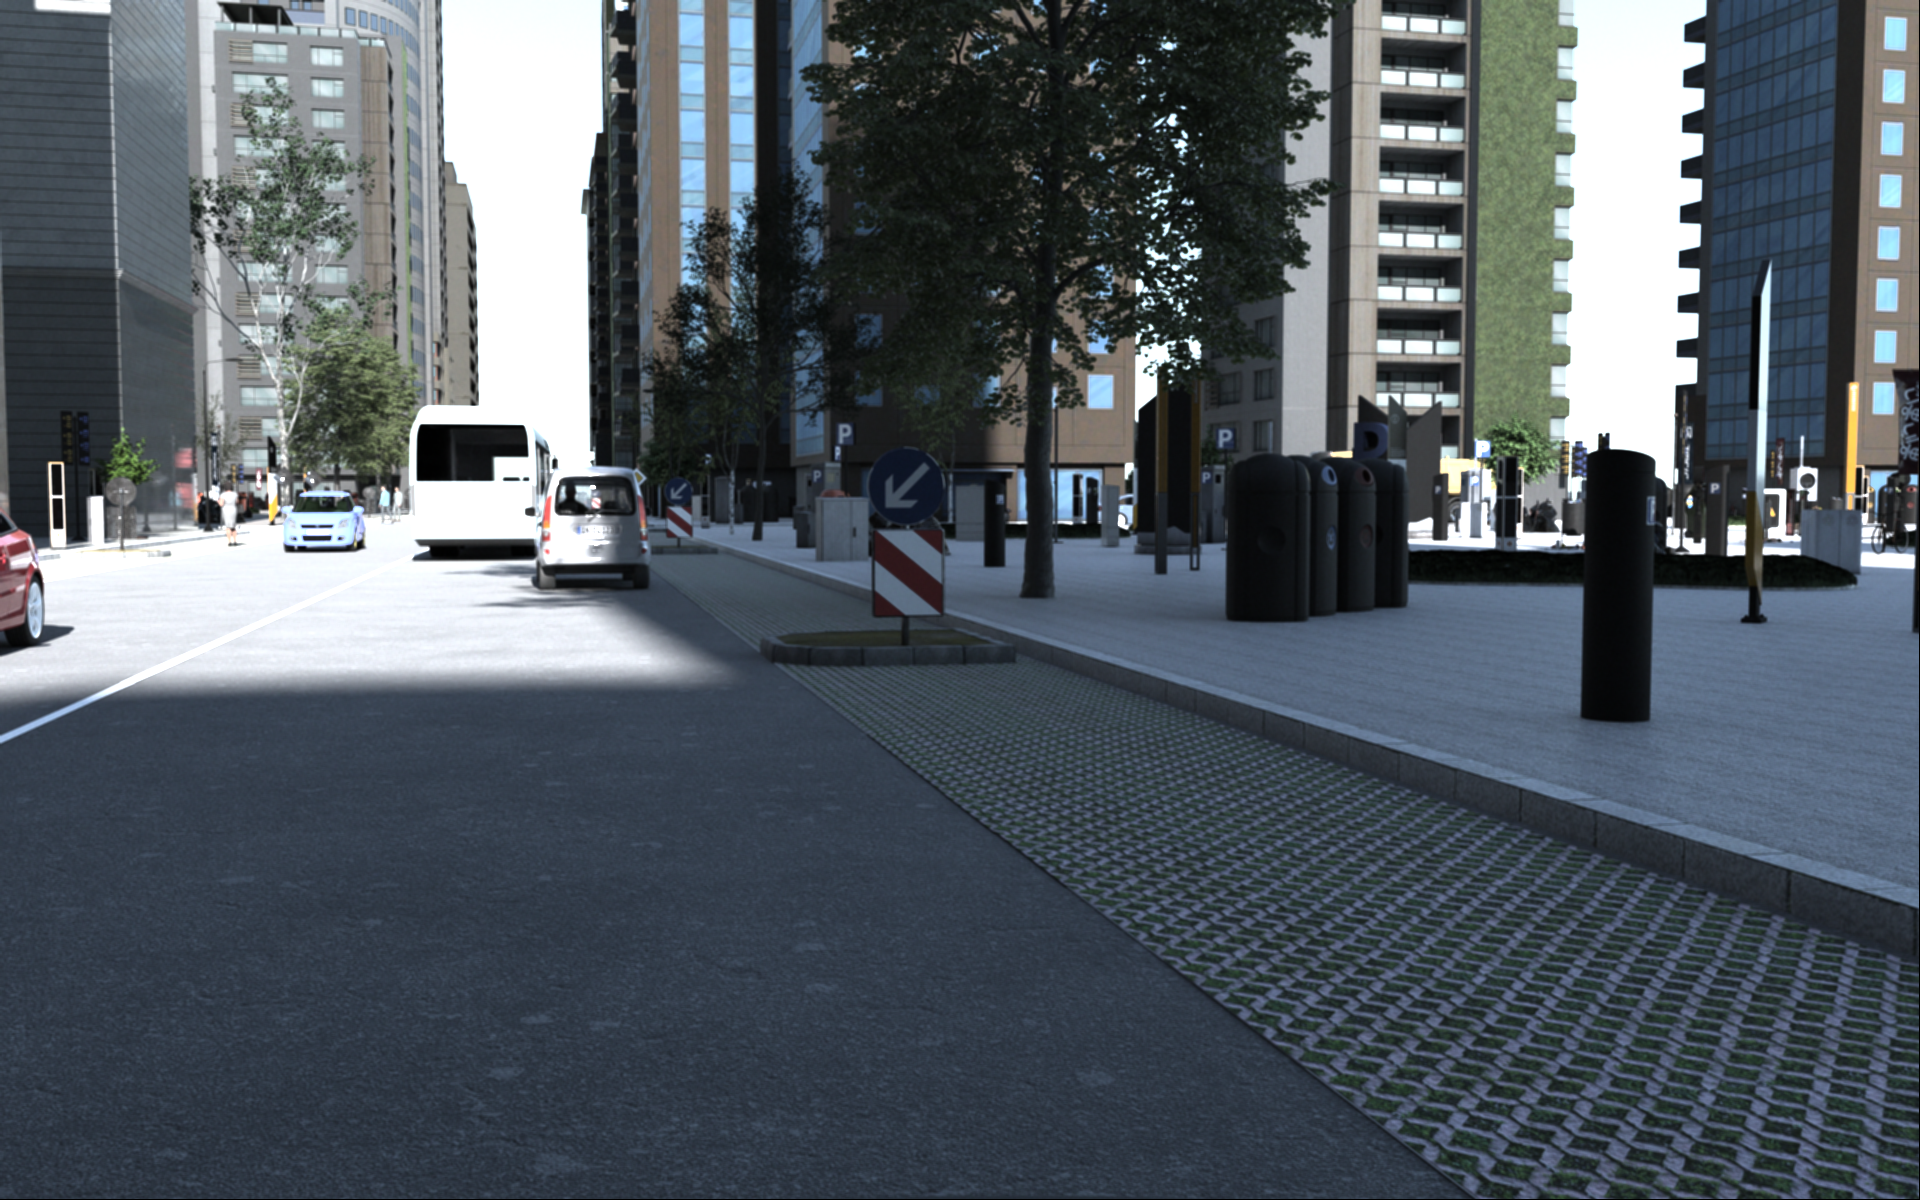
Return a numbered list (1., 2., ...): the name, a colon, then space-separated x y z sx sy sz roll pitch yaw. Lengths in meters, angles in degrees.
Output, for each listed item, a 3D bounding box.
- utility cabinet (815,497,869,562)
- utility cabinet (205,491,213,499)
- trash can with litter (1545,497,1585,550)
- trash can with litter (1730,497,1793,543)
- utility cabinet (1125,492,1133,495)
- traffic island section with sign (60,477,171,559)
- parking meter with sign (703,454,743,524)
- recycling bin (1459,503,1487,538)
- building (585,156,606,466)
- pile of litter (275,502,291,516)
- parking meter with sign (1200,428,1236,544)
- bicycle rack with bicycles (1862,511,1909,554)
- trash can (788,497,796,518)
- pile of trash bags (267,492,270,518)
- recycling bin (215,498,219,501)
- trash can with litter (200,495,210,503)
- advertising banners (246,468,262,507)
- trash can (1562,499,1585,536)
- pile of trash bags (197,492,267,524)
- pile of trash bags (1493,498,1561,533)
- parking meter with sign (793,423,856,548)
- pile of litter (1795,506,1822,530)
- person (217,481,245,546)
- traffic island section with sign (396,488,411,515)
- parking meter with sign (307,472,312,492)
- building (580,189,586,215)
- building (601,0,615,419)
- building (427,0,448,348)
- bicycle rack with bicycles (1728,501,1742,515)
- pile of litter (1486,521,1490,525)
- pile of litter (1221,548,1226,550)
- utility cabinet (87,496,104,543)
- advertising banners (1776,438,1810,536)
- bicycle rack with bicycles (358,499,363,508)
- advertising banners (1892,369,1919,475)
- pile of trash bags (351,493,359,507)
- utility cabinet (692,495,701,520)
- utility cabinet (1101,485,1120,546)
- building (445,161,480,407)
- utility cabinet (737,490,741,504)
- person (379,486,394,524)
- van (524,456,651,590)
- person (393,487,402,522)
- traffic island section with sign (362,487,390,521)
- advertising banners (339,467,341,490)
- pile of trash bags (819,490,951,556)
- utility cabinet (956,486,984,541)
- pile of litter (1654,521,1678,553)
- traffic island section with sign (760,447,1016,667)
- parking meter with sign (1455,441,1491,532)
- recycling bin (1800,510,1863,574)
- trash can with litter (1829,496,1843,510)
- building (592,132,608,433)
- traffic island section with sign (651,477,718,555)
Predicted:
1. utility cabinet: -2.254 -1.350 33.226 1.020 1.237 0.306 -2 4 -32
2. utility cabinet: -56.149 -7.432 130.185 1.173 1.500 0.318 1 4 19
3. trash can with litter: 14.707 -1.789 40.309 2.233 1.210 1.678 1 4 11
4. trash can with litter: 21.294 -2.147 46.161 1.678 1.210 2.233 2 4 33
5. utility cabinet: 12.788 -7.345 128.763 1.173 1.500 0.318 2 4 26
6. traffic island section with sign: -18.931 -1.855 38.963 1.989 1.847 2.006 -1 4 -13
7. parking meter with sign: -10.176 -4.799 74.730 1.738 3.016 0.543 2 4 23
8. recycling bin: 14.977 -2.327 50.597 0.722 1.027 0.722 1 4 12
9. building: -41.717 -41.346 265.252 28.713 52.752 27.495 -1 4 -13
10. pile of litter: -39.628 -5.373 101.820 1.719 0.858 1.176 2 4 31
11. parking meter with sign: 6.550 -2.991 45.170 0.543 3.016 1.738 2 4 35
12. bicycle rack with bicycles: 20.437 -1.422 36.633 2.852 0.926 2.925 3 5 45
13. trash can: -8.790 -4.925 92.173 0.748 1.137 0.748 0 3 0
14. pile of trash bags: -38.558 -5.099 93.129 3.447 1.369 1.912 -2 4 -28
15. recycling bin: -53.111 -6.841 124.404 0.722 1.027 0.722 -1 4 -12
16. trash can with litter: -45.767 -5.688 104.055 2.233 1.210 1.678 -1 4 -23
17. advertising banners: -48.016 -7.403 117.220 2.074 3.025 0.090 1 4 22
18. trash can: 18.791 -2.528 52.989 0.748 1.137 0.748 0 3 0
19. pile of trash bags: -32.660 -4.111 76.962 1.912 1.369 3.447 0 4 4
20. pile of trash bags: 18.983 -2.986 58.576 1.912 1.369 3.447 0 4 3
21. parking meter with sign: -3.251 -2.779 41.699 0.543 3.016 1.738 2 4 34
22. pile of litter: 30.153 -2.907 61.488 1.719 0.858 1.176 0 4 -6
23. person: -19.878 -2.347 47.230 0.532 1.782 0.716 3 5 43
24. traffic island section with sign: -37.659 -6.731 118.678 1.989 1.847 2.006 -1 4 -13
25. parking meter with sign: -51.178 -8.546 135.995 0.543 3.016 1.738 0 4 -5
26. building: -48.769 -42.969 291.789 28.713 52.752 27.495 -1 4 -13
27. building: -40.944 -49.050 240.211 20.563 71.187 20.611 -1 4 -13
28. building: -77.312 -48.532 231.744 20.563 71.187 20.611 -1 4 -13
29. bicycle rack with bicycles: 39.777 -4.497 86.910 2.852 0.926 2.925 -1 4 -17
30. pile of litter: 22.329 -3.474 70.771 1.719 0.858 1.176 3 4 39
31. pile of litter: 6.864 -1.563 39.512 1.719 0.858 1.176 2 4 24
32. utility cabinet: -22.720 -2.100 45.497 0.306 1.237 1.020 -2 4 -32
33. advertising banners: 25.572 -3.490 53.250 0.090 3.025 2.074 0 4 -1
34. bicycle rack with bicycles: -46.635 -7.424 134.765 2.925 0.926 2.852 -2 4 -30
35. advertising banners: 14.087 -1.721 24.323 2.074 3.025 0.090 0 4 1
36. pile of trash bags: -38.870 -6.087 109.270 1.912 1.369 3.447 0 4 7
37. utility cabinet: -12.623 -4.476 84.350 1.020 1.237 0.306 3 5 40
38. utility cabinet: 3.684 -2.061 42.381 0.318 1.500 1.173 0 4 -3
39. building: -82.219 -38.485 252.924 21.300 48.544 21.600 -1 4 -13
40. utility cabinet: -11.499 -5.073 91.626 1.173 1.500 0.318 0 4 7
41. person: -27.461 -4.553 82.799 0.748 1.841 0.638 2 4 30
42. van: -5.864 -1.249 27.430 2.013 2.044 4.112 -1 4 -14
43. person: -29.399 -5.007 90.470 0.635 1.810 0.391 1 4 21
44. traffic island section with sign: -31.456 -5.118 92.299 1.989 1.847 2.006 -1 4 -13
45. advertising banners: -41.021 -7.143 112.969 0.090 3.025 2.074 1 4 18
46. pile of trash bags: -1.746 -1.572 35.449 1.912 1.369 3.447 2 4 32
47. utility cabinet: 0.485 -2.345 47.028 1.173 1.500 0.318 1 4 8
48. pile of litter: 13.165 -1.123 32.321 1.176 0.858 1.719 2 4 28
49. traffic island section with sign: -0.724 -0.407 15.281 1.989 1.847 2.006 -1 4 -13
50. parking meter with sign: 16.935 -3.742 57.446 0.543 3.016 1.738 0 4 -8
51. recycling bin: 14.082 -0.945 28.005 0.722 1.027 0.722 0 4 7
52. trash can with litter: 33.082 -3.375 66.242 2.233 1.210 1.678 0 4 2
53. building: -32.826 -33.922 209.250 22.147 44.769 28.867 -1 4 -13
54. traffic island section with sign: -6.938 -2.026 41.760 1.989 1.847 2.006 -1 4 -13
